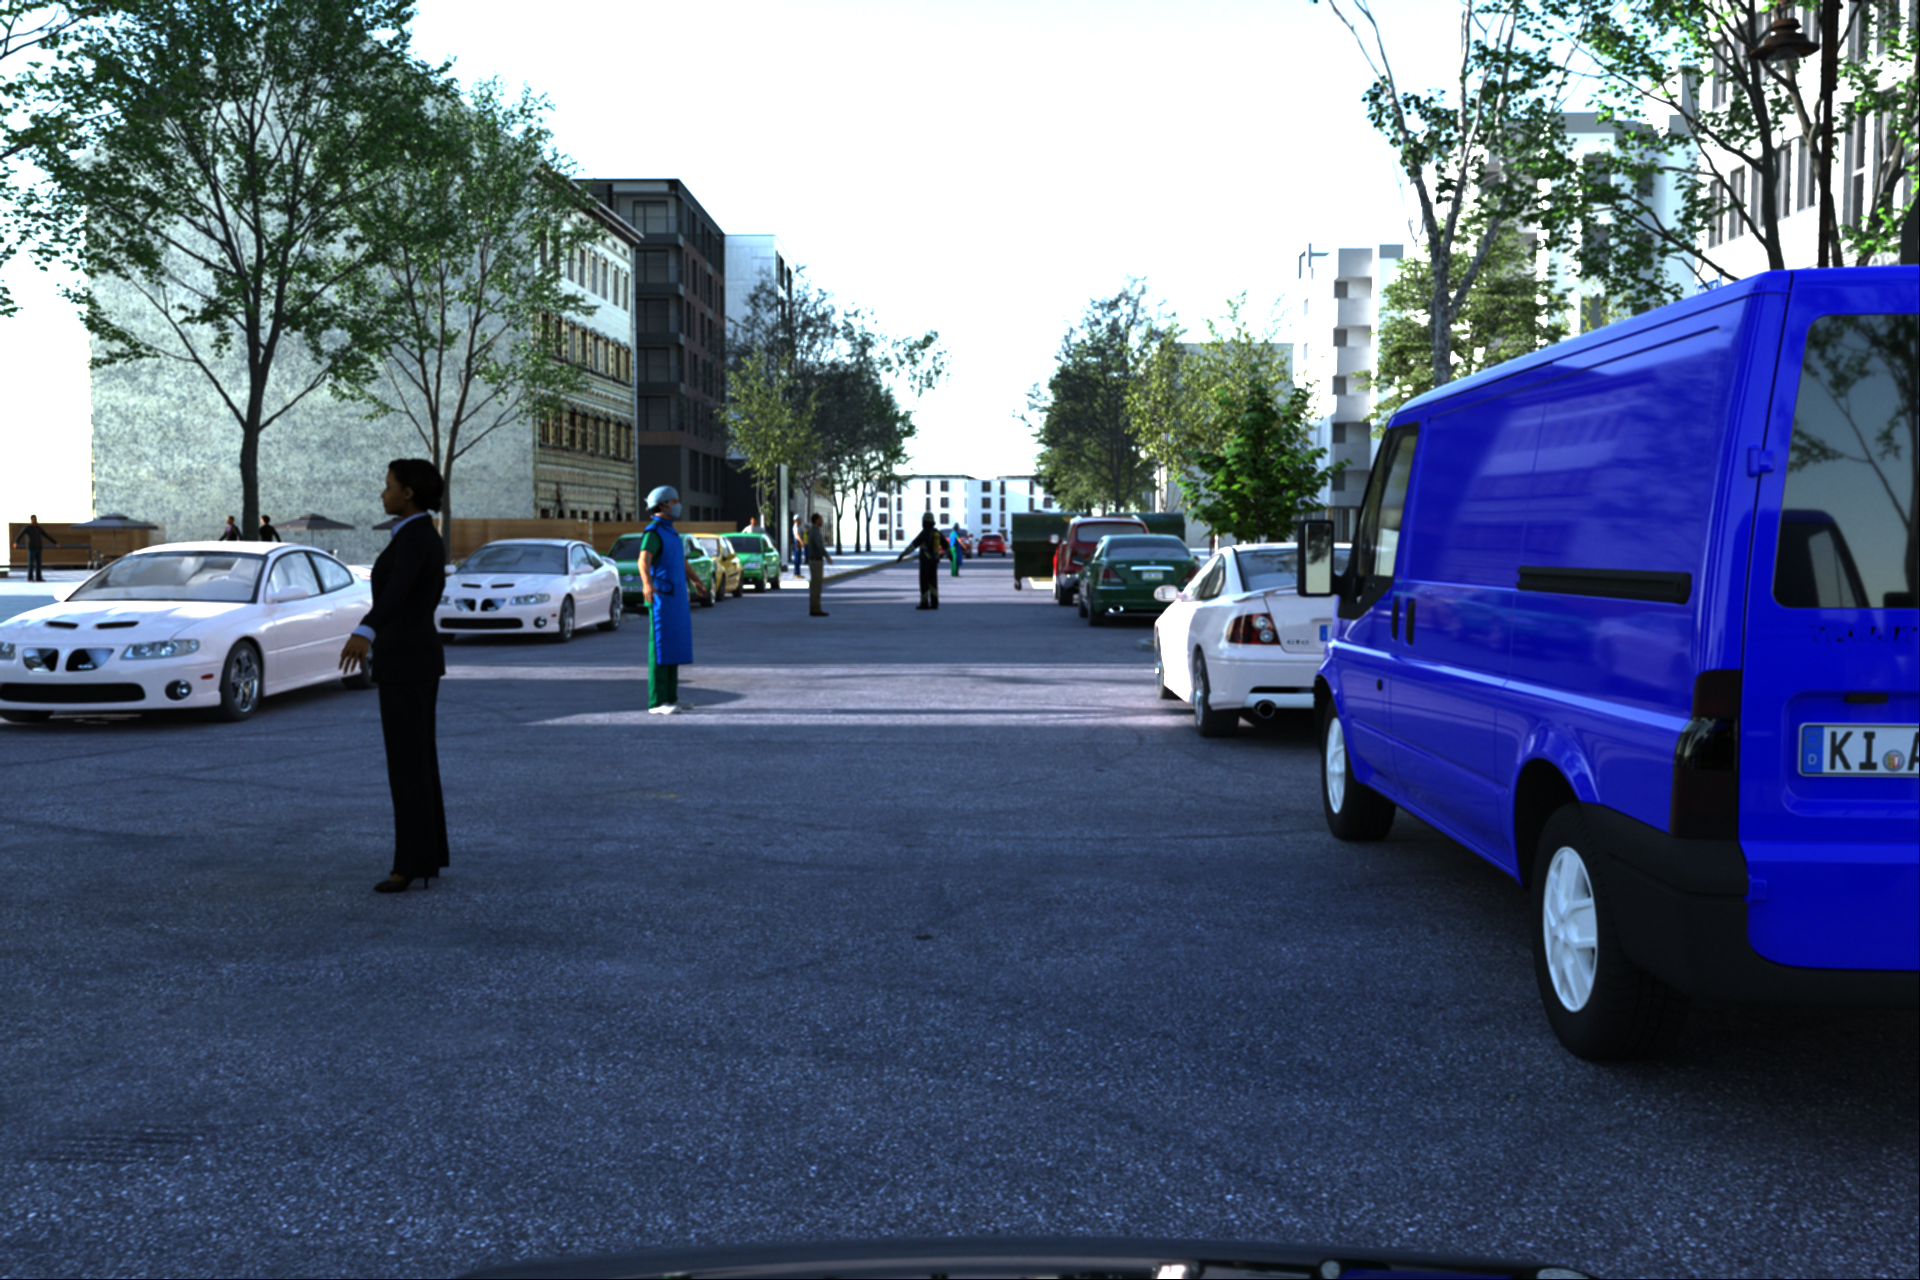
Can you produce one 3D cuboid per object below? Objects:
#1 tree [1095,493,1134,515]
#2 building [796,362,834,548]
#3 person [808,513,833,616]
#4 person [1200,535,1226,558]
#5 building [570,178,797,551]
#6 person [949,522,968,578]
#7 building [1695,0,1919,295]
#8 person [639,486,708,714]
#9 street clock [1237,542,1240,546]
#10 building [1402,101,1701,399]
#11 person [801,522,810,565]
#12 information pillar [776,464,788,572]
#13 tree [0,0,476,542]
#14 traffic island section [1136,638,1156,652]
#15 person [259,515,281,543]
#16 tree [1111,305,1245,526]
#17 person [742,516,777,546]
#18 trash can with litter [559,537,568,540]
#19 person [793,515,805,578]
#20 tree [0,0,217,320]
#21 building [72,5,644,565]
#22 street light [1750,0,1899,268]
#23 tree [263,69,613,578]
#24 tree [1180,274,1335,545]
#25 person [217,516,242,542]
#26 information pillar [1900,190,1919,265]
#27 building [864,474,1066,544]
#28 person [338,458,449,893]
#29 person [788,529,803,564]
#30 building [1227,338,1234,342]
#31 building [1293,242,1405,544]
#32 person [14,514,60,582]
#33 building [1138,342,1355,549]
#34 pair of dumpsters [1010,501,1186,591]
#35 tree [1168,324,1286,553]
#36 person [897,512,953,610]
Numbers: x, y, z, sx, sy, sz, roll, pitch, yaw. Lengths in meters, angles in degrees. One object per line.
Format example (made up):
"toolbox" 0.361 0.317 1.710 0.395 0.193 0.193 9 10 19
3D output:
"tree" 22.732 -20.128 239.454 12.009 13.543 11.850 0 3 0
"building" -22.927 -20.981 173.964 19.493 23.208 18.063 0 4 2
"person" -2.487 -1.321 30.334 0.705 1.796 1.348 -1 4 -17
"person" 12.172 -4.683 83.366 1.217 1.733 0.721 0 4 4
"building" -26.510 -16.648 116.164 27.936 21.610 32.646 0 4 0
"person" -0.113 -2.965 57.069 0.704 1.817 1.347 -2 4 -23
"building" 26.349 -15.765 35.244 11.434 29.767 29.804 0 4 2
"person" -2.341 -0.328 13.941 0.704 1.817 1.347 1 4 9
"street clock" 6.931 -2.361 43.170 0.358 2.002 0.471 0 4 1
"building" 26.413 -13.810 82.211 16.016 20.090 11.380 0 4 1
"person" -6.413 -3.980 71.538 0.721 1.772 1.216 -1 4 -22
"information pillar" -6.012 -4.108 58.488 0.184 3.620 1.656 0 4 2
"tree" -11.584 -6.270 28.271 9.928 11.665 9.643 0 3 0
"traffic island section" 3.231 0.072 21.684 1.991 0.108 1.994 0 4 1
"person" -19.293 -2.564 48.103 0.705 1.806 1.347 1 4 21
"tree" 6.783 -6.441 55.674 4.737 8.622 4.395 0 3 0
"person" -5.988 -2.700 50.329 1.347 1.806 0.705 0 4 -5
"trash can with litter" -8.933 -1.758 39.798 1.678 1.210 2.233 0 4 2
"person" -4.681 -2.721 50.350 0.705 1.847 1.347 -1 4 -11
"tree" -11.796 -5.682 18.650 9.928 11.665 9.643 0 3 0
"building" -26.133 -15.198 79.421 19.493 23.208 18.063 0 4 2
"street light" 6.018 -2.404 12.088 0.468 5.910 1.993 0 4 2
"tree" -11.777 -6.944 39.283 9.928 11.665 9.643 0 3 0
"tree" 8.534 -6.096 50.033 4.737 8.622 4.395 0 3 0
"person" -21.199 -2.699 50.352 1.346 1.802 0.704 3 4 36
"information pillar" 5.939 -1.183 10.703 0.183 3.616 0.504 0 4 1
"building" 1.076 -18.182 241.871 28.070 9.664 9.099 0 4 7
"person" -2.310 0.131 7.043 0.721 1.740 1.216 0 4 -6
"person" -7.036 -4.212 75.000 0.704 1.812 1.346 1 4 21
"building" 30.704 -22.778 203.350 19.493 23.208 18.063 0 4 1
"building" 27.116 -15.716 113.382 16.016 20.090 11.380 0 4 1
"person" -24.777 -2.467 46.405 0.705 1.821 1.348 2 4 25
"building" 26.910 -18.460 168.277 16.747 18.905 31.486 0 4 1
"pair of dumpsters" 3.503 -2.405 44.269 4.436 2.255 1.574 0 4 1
"tree" 9.433 -6.806 61.645 4.737 8.622 4.395 0 3 0
"person" -0.612 -1.508 32.891 1.354 1.856 0.705 -3 5 -42
